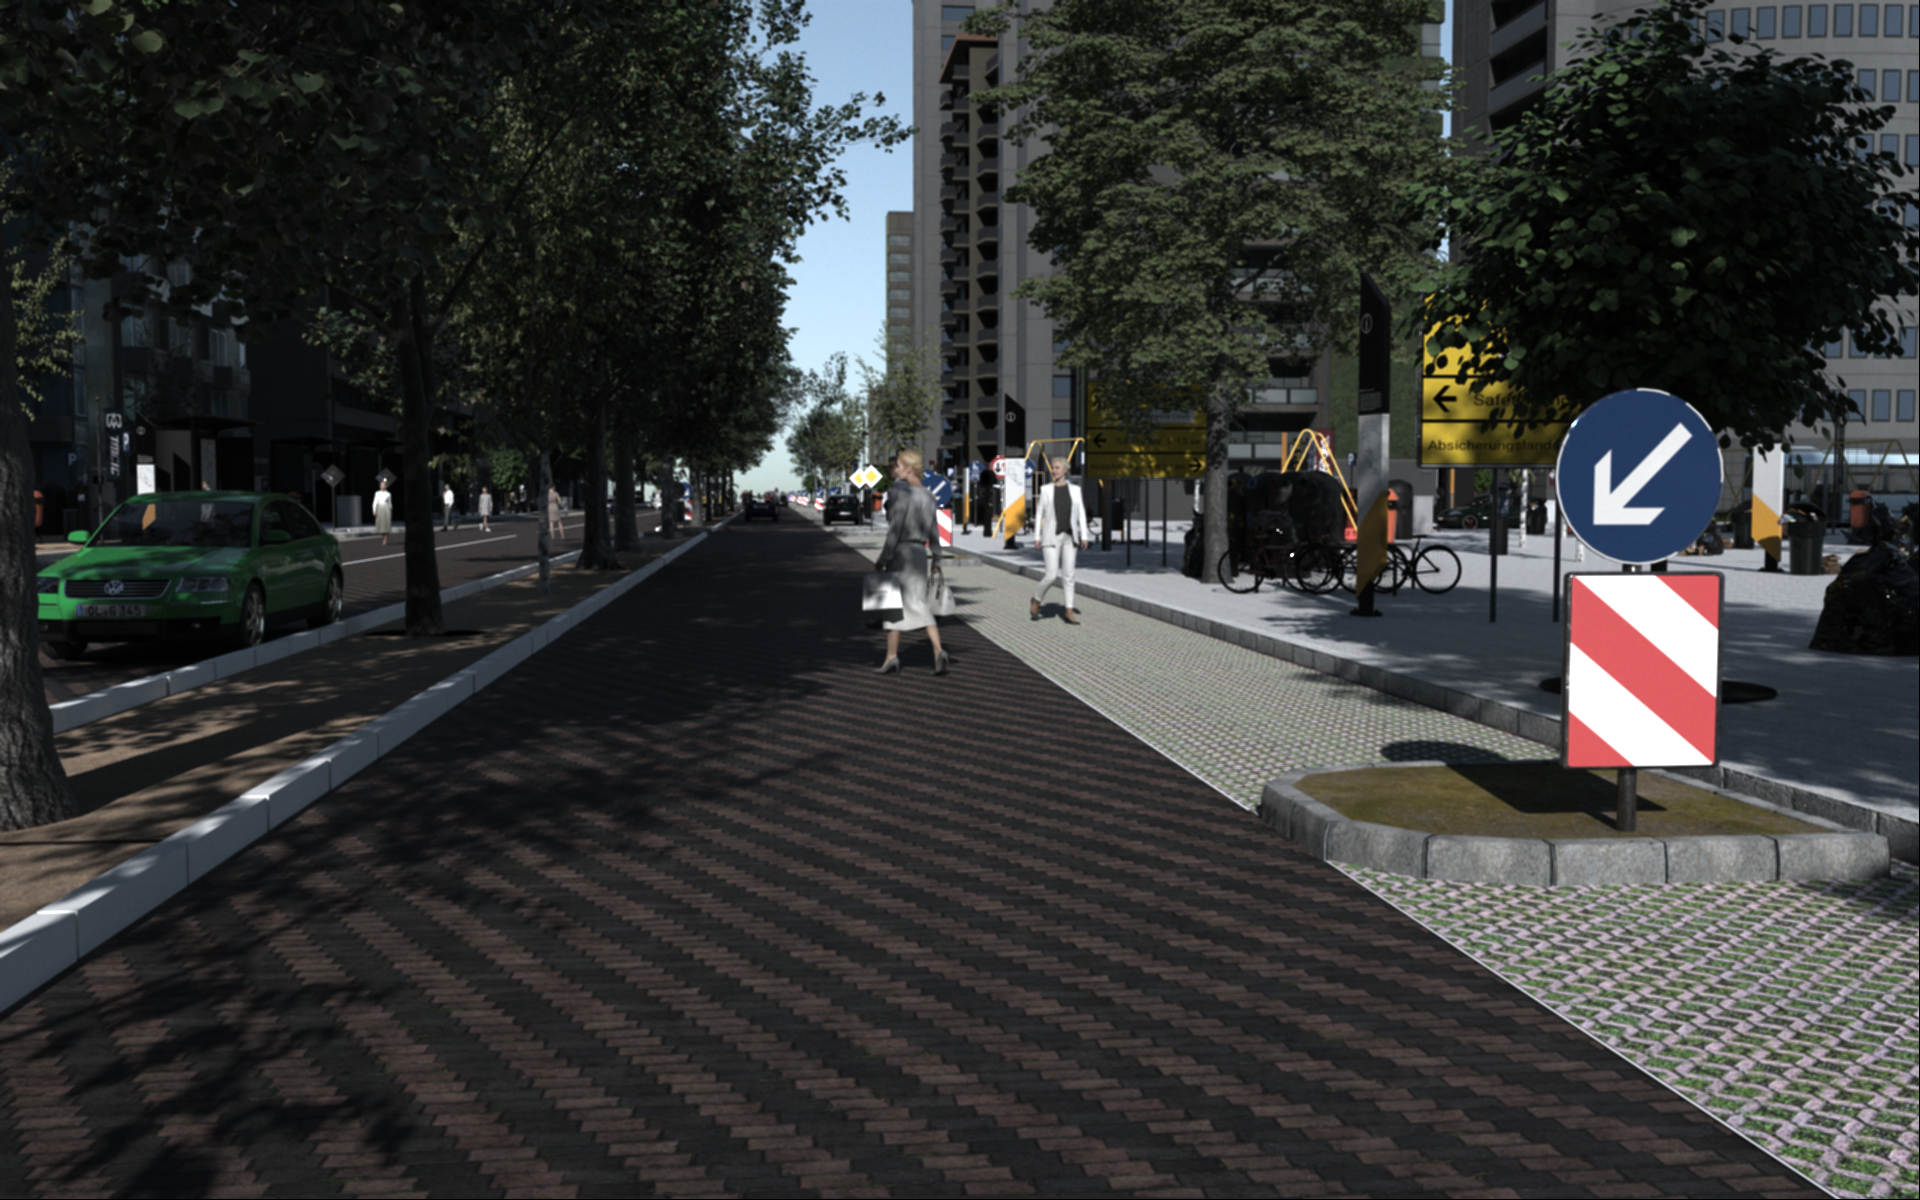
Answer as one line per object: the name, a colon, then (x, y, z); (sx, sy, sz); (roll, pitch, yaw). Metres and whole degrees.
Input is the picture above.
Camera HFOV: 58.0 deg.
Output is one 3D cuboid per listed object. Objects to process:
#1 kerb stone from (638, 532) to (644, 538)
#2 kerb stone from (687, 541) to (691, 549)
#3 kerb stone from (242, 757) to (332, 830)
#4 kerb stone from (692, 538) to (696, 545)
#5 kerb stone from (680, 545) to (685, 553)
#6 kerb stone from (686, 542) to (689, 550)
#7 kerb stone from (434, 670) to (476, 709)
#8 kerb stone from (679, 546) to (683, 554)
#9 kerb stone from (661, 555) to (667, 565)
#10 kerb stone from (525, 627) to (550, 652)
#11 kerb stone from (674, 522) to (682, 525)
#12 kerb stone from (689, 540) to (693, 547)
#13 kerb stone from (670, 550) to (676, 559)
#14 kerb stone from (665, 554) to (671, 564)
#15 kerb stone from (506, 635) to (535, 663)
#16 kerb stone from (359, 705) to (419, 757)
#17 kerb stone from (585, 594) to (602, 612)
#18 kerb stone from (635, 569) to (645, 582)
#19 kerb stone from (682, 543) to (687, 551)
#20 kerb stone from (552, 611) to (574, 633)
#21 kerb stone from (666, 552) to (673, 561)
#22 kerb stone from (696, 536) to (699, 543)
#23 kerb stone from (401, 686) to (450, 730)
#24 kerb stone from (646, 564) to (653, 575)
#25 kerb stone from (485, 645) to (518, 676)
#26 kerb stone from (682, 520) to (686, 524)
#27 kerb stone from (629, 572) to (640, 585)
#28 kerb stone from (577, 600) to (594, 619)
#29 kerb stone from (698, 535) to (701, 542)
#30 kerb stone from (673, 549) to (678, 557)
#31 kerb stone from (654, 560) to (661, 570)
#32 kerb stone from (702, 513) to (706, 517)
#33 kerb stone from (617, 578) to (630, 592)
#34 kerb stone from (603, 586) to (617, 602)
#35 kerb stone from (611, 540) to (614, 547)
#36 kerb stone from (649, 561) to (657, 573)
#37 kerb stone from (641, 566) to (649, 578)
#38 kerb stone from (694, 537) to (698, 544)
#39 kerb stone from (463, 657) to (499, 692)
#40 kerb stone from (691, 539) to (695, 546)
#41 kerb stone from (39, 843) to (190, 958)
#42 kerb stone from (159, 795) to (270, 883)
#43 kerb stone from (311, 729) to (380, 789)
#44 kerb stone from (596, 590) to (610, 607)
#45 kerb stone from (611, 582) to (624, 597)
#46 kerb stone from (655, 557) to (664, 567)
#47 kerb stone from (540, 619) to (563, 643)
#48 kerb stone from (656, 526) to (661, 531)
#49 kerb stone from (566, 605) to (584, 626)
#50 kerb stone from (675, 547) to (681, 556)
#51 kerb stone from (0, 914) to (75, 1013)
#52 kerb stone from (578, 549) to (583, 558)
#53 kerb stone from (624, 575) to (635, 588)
kerb stone: (-10.604, -2.162, 57.551); (0.120, 0.150, 1.000); (0, 4, -6)
kerb stone: (-7.061, -1.366, 44.528); (0.120, 0.150, 1.000); (0, 4, -6)
kerb stone: (-3.054, 0.877, 7.862); (0.120, 0.150, 1.000); (0, 4, -6)
kerb stone: (-7.396, -1.551, 47.596); (0.120, 0.150, 1.000); (0, 4, -6)
kerb stone: (-6.728, -1.172, 41.468); (0.120, 0.150, 1.000); (0, 4, -6)
kerb stone: (-6.947, -1.303, 43.507); (0.120, 0.150, 1.000); (0, 4, -6)
kerb stone: (-3.501, 0.628, 11.929); (0.120, 0.150, 1.000); (0, 4, -6)
kerb stone: (-6.620, -1.112, 40.448); (0.120, 0.150, 1.000); (0, 4, -6)
kerb stone: (-5.960, -0.743, 34.347); (0.120, 0.150, 1.000); (0, 4, -6)
kerb stone: (-3.939, 0.382, 16.001); (0.120, 0.150, 1.000); (0, 4, -6)
kerb stone: (-13.114, -3.561, 80.502); (0.120, 0.150, 1.000); (0, 4, -6)
kerb stone: (-7.173, -1.423, 45.551); (0.120, 0.150, 1.000); (0, 4, -6)
kerb stone: (-6.283, -0.930, 37.399); (0.120, 0.150, 1.000); (0, 4, -6)
kerb stone: (-6.050, -0.806, 35.366); (0.120, 0.150, 1.000); (0, 4, -6)
kerb stone: (-3.833, 0.441, 14.984); (0.120, 0.150, 1.000); (0, 4, -6)
kerb stone: (-3.271, 0.752, 9.897); (0.120, 0.150, 1.000); (0, 4, -6)
kerb stone: (-4.498, 0.068, 21.089); (0.120, 0.150, 1.000); (0, 4, -6)
kerb stone: (-5.269, -0.368, 28.214); (0.120, 0.150, 1.000); (0, 4, -6)
kerb stone: (-6.838, -1.237, 42.484); (0.120, 0.150, 1.000); (0, 4, -6)
kerb stone: (-4.168, 0.254, 18.039); (0.120, 0.150, 1.000); (0, 4, -6)
kerb stone: (-6.167, -0.866, 36.381); (0.120, 0.150, 1.000); (0, 4, -6)
kerb stone: (-7.622, -1.678, 49.627); (0.120, 0.150, 1.000); (0, 4, -6)
kerb stone: (-3.388, 0.690, 10.913); (0.120, 0.150, 1.000); (0, 4, -6)
kerb stone: (-5.503, -0.484, 30.263); (0.120, 0.150, 1.000); (0, 4, -6)
kerb stone: (-3.718, 0.503, 13.965); (0.120, 0.150, 1.000); (0, 4, -6)
kerb stone: (-13.438, -3.753, 83.553); (0.120, 0.150, 1.000); (0, 4, -6)
kerb stone: (-5.167, -0.306, 27.197); (0.120, 0.150, 1.000); (0, 4, -6)
kerb stone: (-4.384, 0.130, 20.072); (0.120, 0.150, 1.000); (0, 4, -6)
kerb stone: (-7.732, -1.740, 50.644); (0.120, 0.150, 1.000); (0, 4, -6)
kerb stone: (-6.395, -0.992, 38.415); (0.120, 0.150, 1.000); (0, 4, -6)
kerb stone: (-5.725, -0.614, 32.303); (0.120, 0.150, 1.000); (0, 4, -6)
kerb stone: (-16.900, -5.685, 115.147); (0.120, 0.150, 1.000); (0, 4, -6)
kerb stone: (-4.940, -0.182, 25.165); (0.120, 0.150, 1.000); (0, 4, -6)
kerb stone: (-4.721, -0.057, 23.127); (0.120, 0.150, 1.000); (0, 4, -6)
kerb stone: (-9.594, -1.595, 48.388); (0.120, 0.150, 1.000); (0, 4, -6)
kerb stone: (-5.606, -0.556, 31.288); (0.120, 0.150, 1.000); (0, 4, -6)
kerb stone: (-5.389, -0.431, 29.241); (0.120, 0.150, 1.000); (0, 4, -6)
kerb stone: (-7.505, -1.614, 48.612); (0.120, 0.150, 1.000); (0, 4, -6)
kerb stone: (-3.604, 0.566, 12.950); (0.120, 0.150, 1.000); (0, 4, -6)
kerb stone: (-7.288, -1.491, 46.571); (0.120, 0.150, 1.000); (0, 4, -6)
kerb stone: (-2.831, 1.001, 5.826); (0.120, 0.150, 1.000); (0, 4, -6)
kerb stone: (-2.944, 0.942, 6.842); (0.120, 0.150, 1.000); (0, 4, -6)
kerb stone: (-3.160, 0.816, 8.879); (0.120, 0.150, 1.000); (0, 4, -6)
kerb stone: (-4.605, 0.005, 22.112); (0.120, 0.150, 1.000); (0, 4, -6)
kerb stone: (-4.828, -0.115, 24.149); (0.120, 0.150, 1.000); (0, 4, -6)
kerb stone: (-5.843, -0.676, 33.324); (0.120, 0.150, 1.000); (0, 4, -6)
kerb stone: (-4.046, 0.320, 17.024); (0.120, 0.150, 1.000); (0, 4, -6)
kerb stone: (-11.783, -2.815, 68.270); (0.120, 0.150, 1.000); (0, 4, -6)
kerb stone: (-4.277, 0.192, 19.055); (0.120, 0.150, 1.000); (0, 4, -6)
kerb stone: (-6.507, -1.054, 39.432); (0.120, 0.150, 1.000); (0, 4, -6)
kerb stone: (-2.715, 1.063, 4.808); (0.120, 0.150, 1.000); (0, 4, -6)
kerb stone: (-8.480, -0.979, 38.196); (0.120, 0.150, 1.000); (0, 4, -6)
kerb stone: (-5.051, -0.242, 26.181); (0.120, 0.150, 1.000); (0, 4, -6)
